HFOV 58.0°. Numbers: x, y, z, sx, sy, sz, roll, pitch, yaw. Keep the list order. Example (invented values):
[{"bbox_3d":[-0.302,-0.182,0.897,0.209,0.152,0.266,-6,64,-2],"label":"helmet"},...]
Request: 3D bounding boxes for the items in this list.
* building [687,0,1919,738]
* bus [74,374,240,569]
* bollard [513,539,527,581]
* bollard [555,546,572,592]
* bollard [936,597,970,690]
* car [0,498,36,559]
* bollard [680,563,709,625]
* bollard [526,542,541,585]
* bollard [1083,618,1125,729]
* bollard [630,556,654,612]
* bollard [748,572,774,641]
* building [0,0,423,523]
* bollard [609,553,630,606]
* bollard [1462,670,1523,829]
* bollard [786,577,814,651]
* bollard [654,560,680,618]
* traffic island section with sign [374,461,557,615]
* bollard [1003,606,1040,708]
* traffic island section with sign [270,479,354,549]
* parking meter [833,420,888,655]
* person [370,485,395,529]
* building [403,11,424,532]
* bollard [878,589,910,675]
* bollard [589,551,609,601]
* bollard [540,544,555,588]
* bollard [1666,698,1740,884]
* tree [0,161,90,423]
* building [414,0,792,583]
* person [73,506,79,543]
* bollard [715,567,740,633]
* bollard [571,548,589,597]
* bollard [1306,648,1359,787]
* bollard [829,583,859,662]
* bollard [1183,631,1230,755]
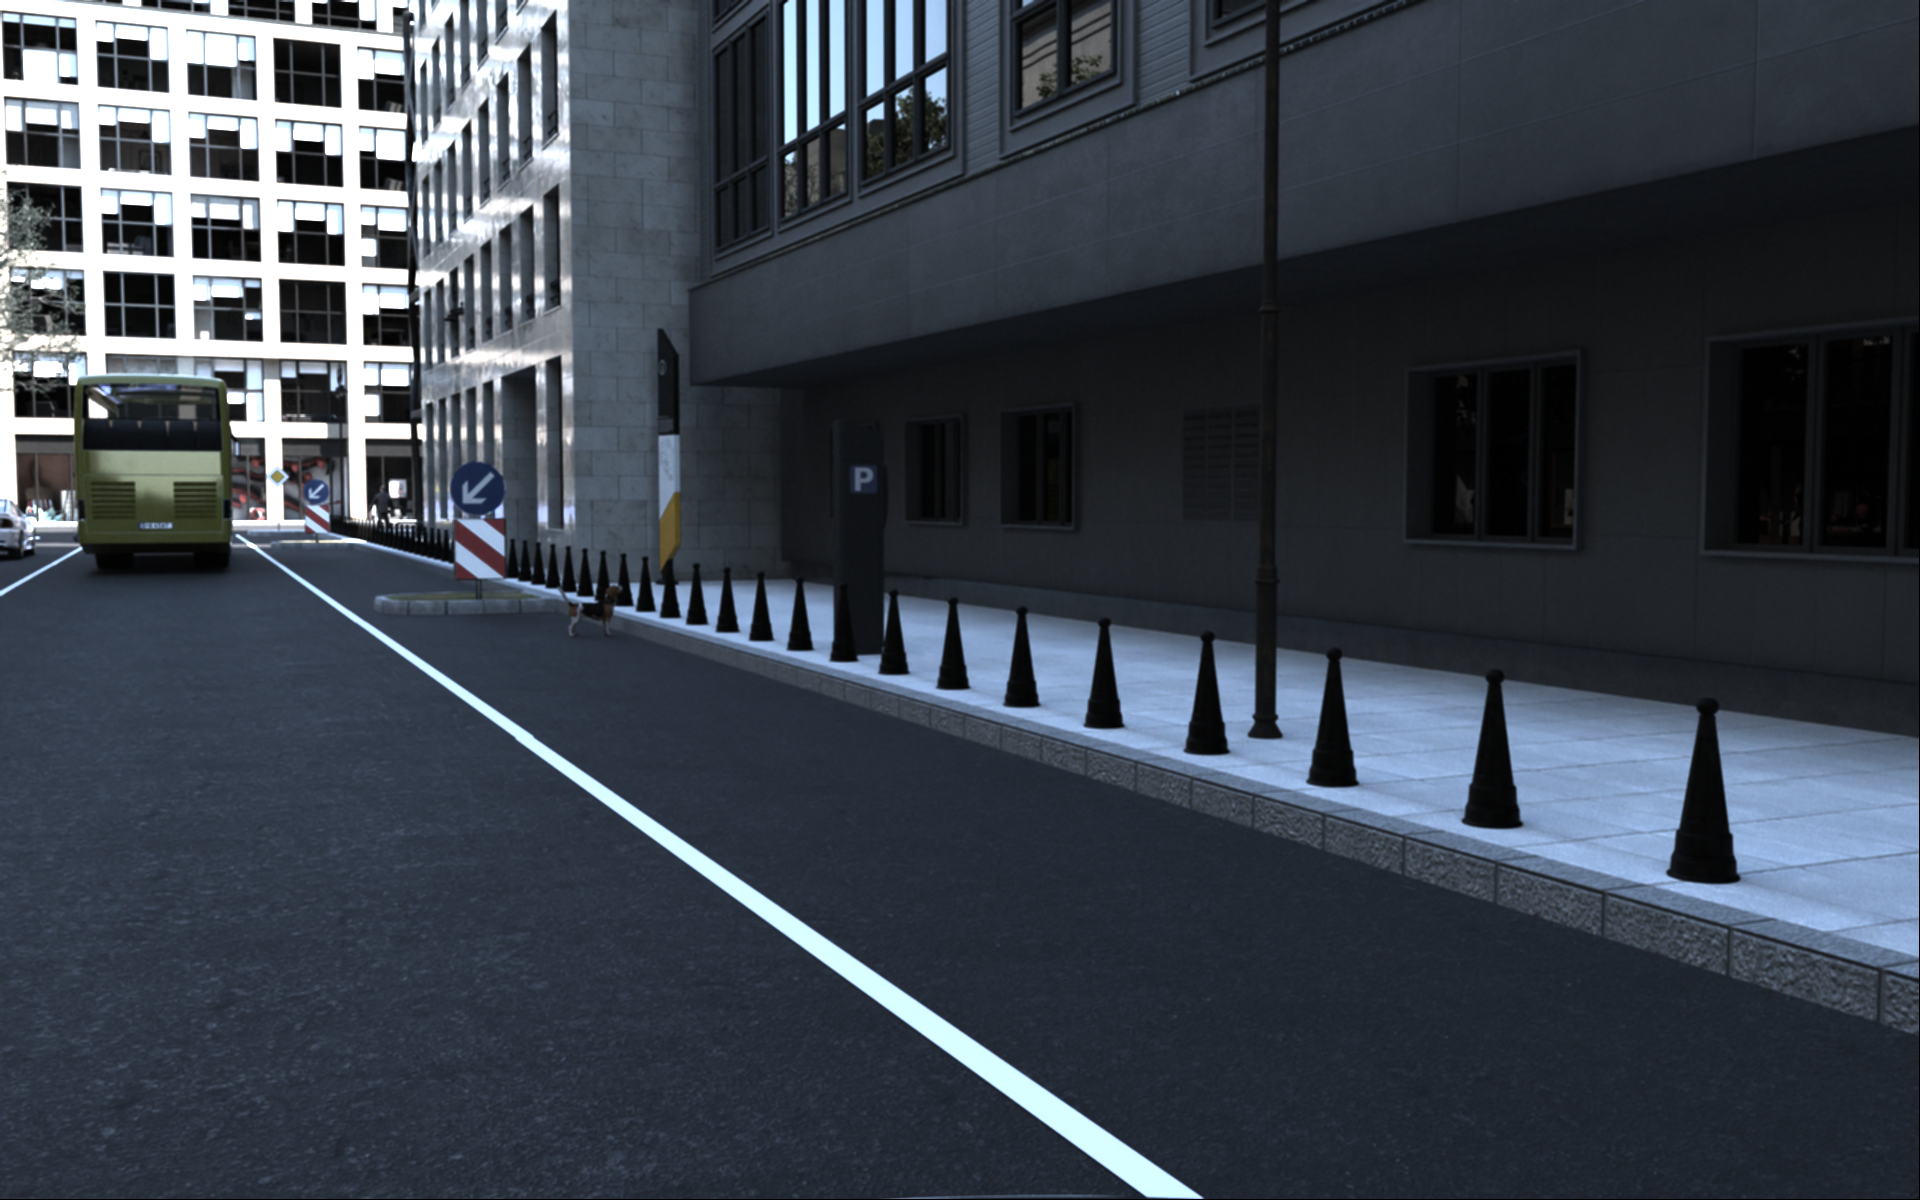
[{"bbox_3d":[7.221,-13.631,16.376,14.314,27.812,24.014,-2,4,-24],"label":"building"},{"bbox_3d":[-16.614,-2.735,36.267,2.896,3.916,12.252,-1,4,-23],"label":"bus"},{"bbox_3d":[-6.405,-0.580,25.518,0.229,0.601,0.229,0,3,0],"label":"bollard"},{"bbox_3d":[-5.129,-0.407,22.694,0.229,0.601,0.229,0,3,0],"label":"bollard"},{"bbox_3d":[-0.046,0.282,11.435,0.229,0.601,0.229,0,3,0],"label":"bollard"},{"bbox_3d":[-22.011,-1.628,38.972,2.083,1.381,4.827,-1,4,-23],"label":"car"},{"bbox_3d":[-2.594,-0.062,17.059,0.229,0.601,0.229,0,3,0],"label":"bollard"},{"bbox_3d":[-5.979,-0.521,24.566,0.229,0.601,0.229,0,3,0],"label":"bollard"},{"bbox_3d":[0.795,0.397,9.551,0.229,0.601,0.229,0,3,0],"label":"bollard"},{"bbox_3d":[-3.439,-0.177,18.940,0.229,0.601,0.229,0,3,0],"label":"bollard"},{"bbox_3d":[-1.744,0.053,15.182,0.229,0.601,0.229,0,3,0],"label":"bollard"},{"bbox_3d":[-37.869,-17.388,88.805,34.151,26.468,19.350,-2,4,-24],"label":"building"},{"bbox_3d":[-3.858,-0.235,19.878,0.229,0.601,0.229,0,3,0],"label":"bollard"},{"bbox_3d":[2.073,0.570,6.728,0.229,0.601,0.229,0,3,0],"label":"bollard"},{"bbox_3d":[-1.317,0.110,14.248,0.229,0.601,0.229,0,3,0],"label":"bollard"},{"bbox_3d":[-3.014,-0.120,17.997,0.229,0.601,0.229,0,3,0],"label":"bollard"},{"bbox_3d":[-6.210,-0.789,21.527,1.989,1.847,2.006,-2,4,-24],"label":"traffic island section with sign"},{"bbox_3d":[0.374,0.339,10.496,0.229,0.601,0.229,0,3,0],"label":"bollard"},{"bbox_3d":[-17.292,-2.292,46.108,1.989,1.847,2.006,-2,4,-24],"label":"traffic island section with sign"},{"bbox_3d":[-0.797,-0.498,13.860,0.399,1.863,0.255,-1,4,-20],"label":"parking meter"},{"bbox_3d":[-21.875,-3.454,65.533,0.990,1.755,0.434,-3,4,-36],"label":"person"},{"bbox_3d":[-9.337,-11.561,56.467,16.820,18.784,16.811,-2,4,-24],"label":"building"},{"bbox_3d":[-0.473,0.225,12.369,0.229,0.601,0.229,0,3,0],"label":"bollard"},{"bbox_3d":[-4.286,-0.292,20.814,0.229,0.601,0.229,0,3,0],"label":"bollard"},{"bbox_3d":[-5.553,-0.464,23.632,0.229,0.601,0.229,0,3,0],"label":"bollard"},{"bbox_3d":[2.492,0.627,5.791,0.229,0.601,0.229,0,3,0],"label":"bollard"},{"bbox_3d":[-31.055,-8.426,50.600,12.009,13.543,11.850,0,3,0],"label":"tree"},{"bbox_3d":[-4.206,-10.957,33.906,10.420,20.320,16.860,-2,4,-24],"label":"building"},{"bbox_3d":[-25.694,-2.590,50.945,0.850,1.850,0.679,0,4,0],"label":"person"},{"bbox_3d":[-2.167,-0.005,16.124,0.229,0.601,0.229,0,3,0],"label":"bollard"},{"bbox_3d":[-4.707,-0.349,21.755,0.229,0.601,0.229,0,3,0],"label":"bollard"},{"bbox_3d":[1.653,0.512,7.665,0.229,0.601,0.229,0,3,0],"label":"bollard"},{"bbox_3d":[-0.893,0.167,13.306,0.229,0.601,0.229,0,3,0],"label":"bollard"},{"bbox_3d":[1.227,0.455,8.600,0.229,0.601,0.229,0,3,0],"label":"bollard"}]
